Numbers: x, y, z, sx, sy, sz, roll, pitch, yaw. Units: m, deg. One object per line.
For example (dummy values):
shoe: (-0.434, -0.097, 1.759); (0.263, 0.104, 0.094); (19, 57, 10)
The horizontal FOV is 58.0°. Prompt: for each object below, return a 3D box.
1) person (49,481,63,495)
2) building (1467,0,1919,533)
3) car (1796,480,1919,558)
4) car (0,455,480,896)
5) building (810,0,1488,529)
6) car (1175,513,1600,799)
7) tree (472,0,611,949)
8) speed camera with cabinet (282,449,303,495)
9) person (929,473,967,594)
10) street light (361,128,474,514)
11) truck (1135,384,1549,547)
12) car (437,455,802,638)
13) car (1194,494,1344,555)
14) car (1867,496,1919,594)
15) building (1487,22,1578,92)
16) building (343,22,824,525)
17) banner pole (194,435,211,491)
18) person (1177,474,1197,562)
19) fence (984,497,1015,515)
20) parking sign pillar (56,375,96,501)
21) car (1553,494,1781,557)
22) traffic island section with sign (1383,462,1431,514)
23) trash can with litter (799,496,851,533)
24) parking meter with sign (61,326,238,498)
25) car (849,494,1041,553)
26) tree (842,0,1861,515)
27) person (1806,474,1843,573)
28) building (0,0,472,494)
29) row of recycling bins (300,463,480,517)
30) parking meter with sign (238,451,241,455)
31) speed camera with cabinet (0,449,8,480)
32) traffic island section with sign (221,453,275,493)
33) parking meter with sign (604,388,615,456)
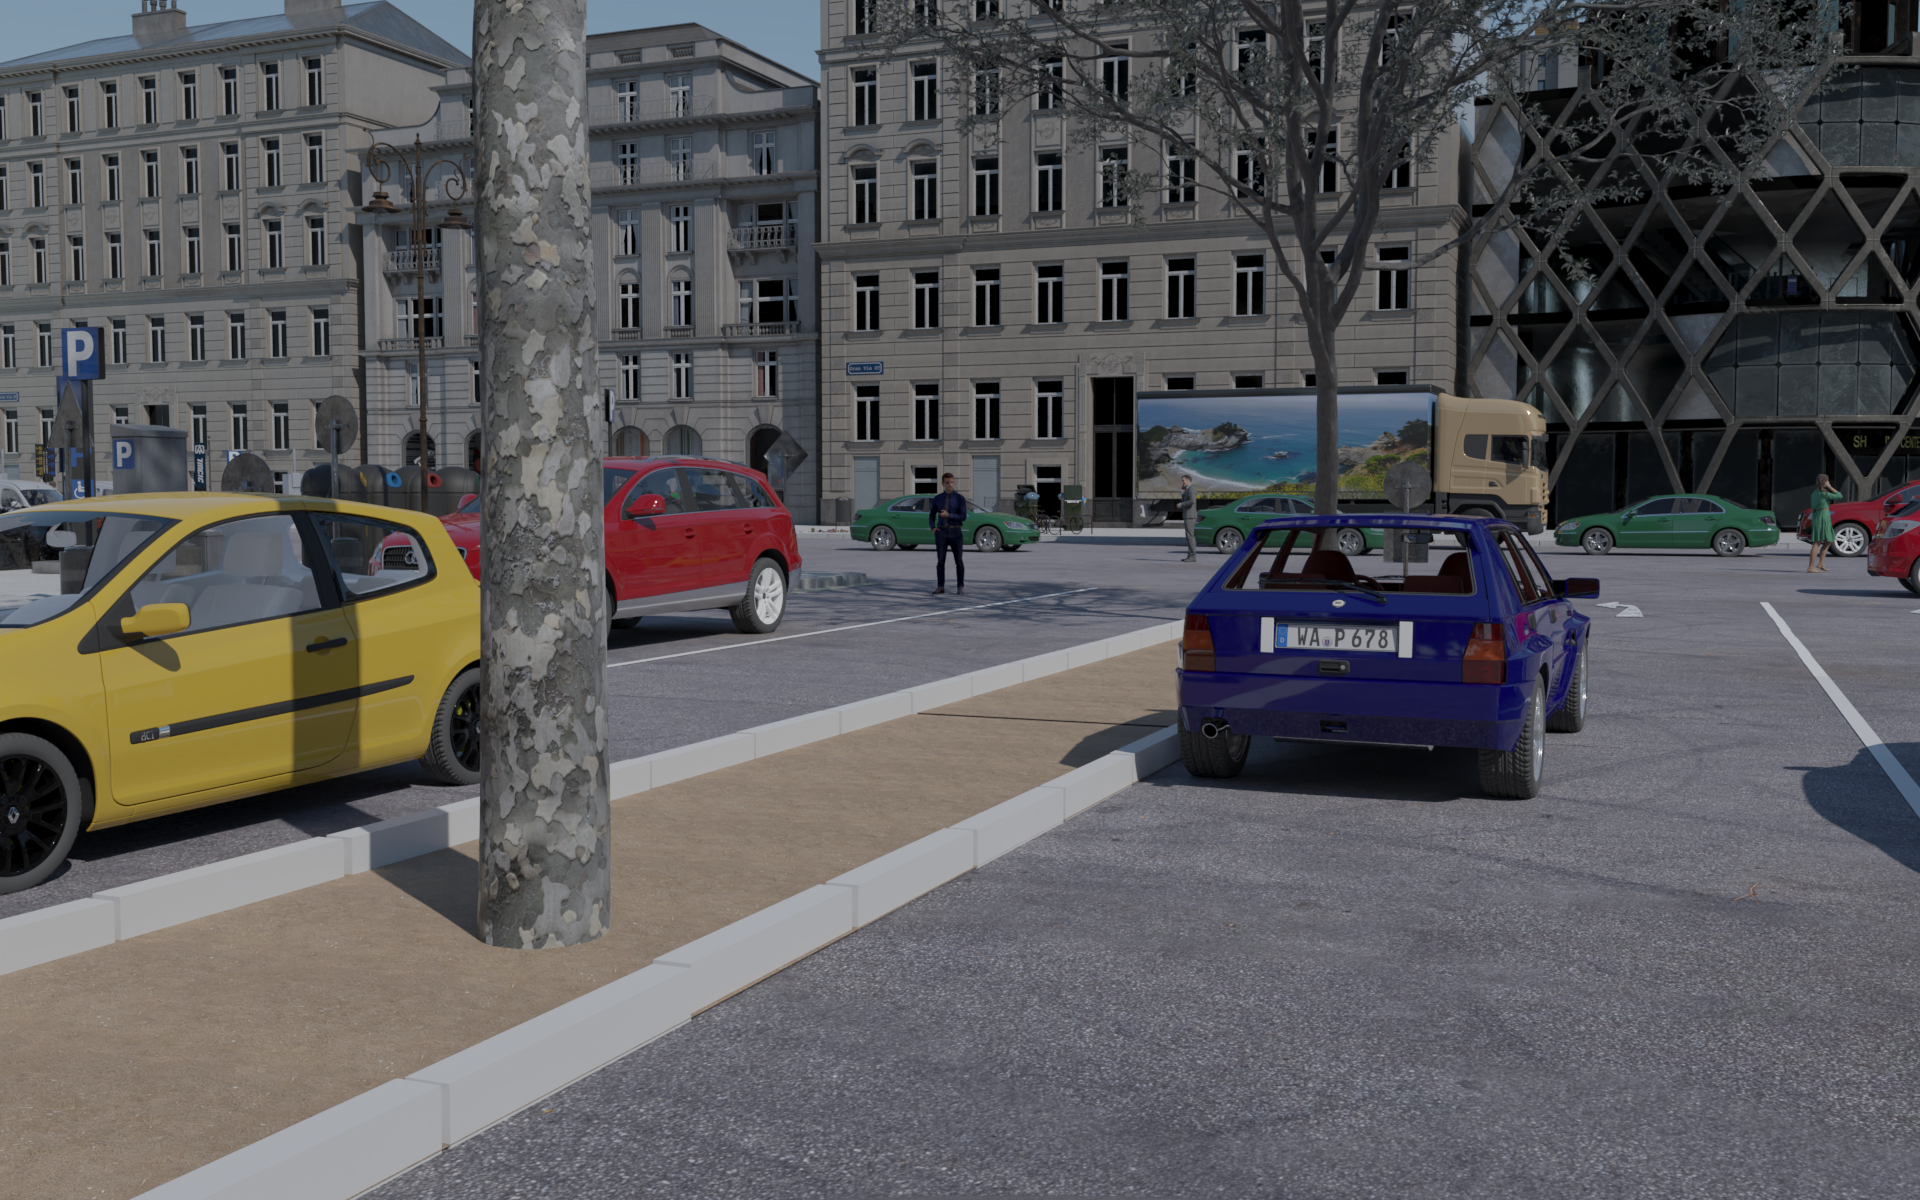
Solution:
person: (-27.587, -2.717, 52.893); (0.822, 1.834, 0.622); (0, 4, 6)
building: (28.161, -12.000, 63.657); (16.811, 18.784, 16.820); (1, 4, 22)
car: (21.935, -1.875, 39.333); (5.304, 1.827, 2.281); (1, 4, 21)
car: (-3.677, 0.161, 7.586); (2.015, 1.641, 3.980); (2, 4, 23)
building: (7.789, -16.618, 68.972); (25.104, 27.353, 12.463); (1, 4, 22)
car: (2.501, 0.177, 9.685); (1.945, 1.354, 3.894); (2, 4, 24)
tree: (-2.141, -9.047, 6.261); (12.611, 20.169, 13.585); (0, 3, 0)
speed camera with cabinet: (-28.676, -5.002, 76.115); (0.660, 3.252, 2.038); (3, 5, 40)
person: (-0.186, -0.953, 24.790); (0.576, 1.737, 0.504); (0, 4, 8)
street light: (-6.935, -3.030, 22.331); (0.468, 5.910, 1.993); (1, 4, 22)
truck: (10.403, -3.499, 46.125); (11.283, 4.237, 2.839); (2, 4, 24)
car: (-3.468, -0.497, 16.791); (2.281, 1.827, 5.304); (2, 4, 23)
car: (7.969, -1.802, 41.256); (4.920, 1.459, 2.131); (1, 4, 23)
car: (14.966, -0.898, 23.728); (4.494, 1.783, 2.155); (1, 4, 22)
building: (66.502, -41.618, 222.461); (28.212, 58.520, 21.231); (1, 4, 22)
building: (-14.291, -14.571, 80.040); (24.055, 21.916, 13.314); (1, 4, 22)
banner pole: (-32.269, -5.135, 73.970); (0.863, 3.779, 0.401); (0, 4, -7)
person: (4.800, -1.734, 36.651); (0.447, 1.846, 0.655); (0, 4, 1)
fence: (1.449, -2.985, 60.004); (0.480, 1.192, 2.264); (3, 4, 36)
parking sign pillar: (-14.428, -2.437, 28.320); (1.447, 3.967, 1.447); (-2, 4, -31)
car: (16.489, -1.758, 40.538); (4.920, 1.459, 2.131); (1, 4, 22)
traffic island section with sign: (6.059, -0.963, 23.878); (2.006, 1.907, 1.989); (1, 4, 22)
trash can with litter: (-4.280, -2.882, 58.171); (2.233, 1.210, 1.678); (0, 4, 7)
parking meter with sign: (-8.834, -1.388, 18.958); (0.543, 3.016, 1.738); (2, 4, 25)
car: (-0.359, -1.949, 43.661); (4.920, 1.459, 2.131); (1, 4, 21)
tree: (3.751, -6.398, 17.435); (12.009, 13.543, 11.850); (0, 3, 0)
person: (15.667, -1.395, 31.553); (0.529, 1.795, 0.600); (-1, 4, -11)
building: (-37.047, -17.852, 89.150); (25.104, 27.353, 12.463); (1, 4, 22)
row of recycling bins: (-7.984, -1.061, 24.460); (1.069, 1.692, 3.534); (1, 4, 19)
parking meter with sign: (-29.469, -4.539, 70.474); (0.543, 3.016, 1.738); (-1, 4, -20)
speed camera with cabinet: (-42.573, -5.026, 76.506); (0.660, 3.252, 2.038); (-3, 4, -37)
traffic island section with sign: (-7.070, -0.453, 16.027); (1.989, 1.847, 2.006); (1, 4, 22)
parking meter with sign: (-6.639, -1.989, 28.782); (1.738, 3.016, 0.543); (0, 4, -3)
